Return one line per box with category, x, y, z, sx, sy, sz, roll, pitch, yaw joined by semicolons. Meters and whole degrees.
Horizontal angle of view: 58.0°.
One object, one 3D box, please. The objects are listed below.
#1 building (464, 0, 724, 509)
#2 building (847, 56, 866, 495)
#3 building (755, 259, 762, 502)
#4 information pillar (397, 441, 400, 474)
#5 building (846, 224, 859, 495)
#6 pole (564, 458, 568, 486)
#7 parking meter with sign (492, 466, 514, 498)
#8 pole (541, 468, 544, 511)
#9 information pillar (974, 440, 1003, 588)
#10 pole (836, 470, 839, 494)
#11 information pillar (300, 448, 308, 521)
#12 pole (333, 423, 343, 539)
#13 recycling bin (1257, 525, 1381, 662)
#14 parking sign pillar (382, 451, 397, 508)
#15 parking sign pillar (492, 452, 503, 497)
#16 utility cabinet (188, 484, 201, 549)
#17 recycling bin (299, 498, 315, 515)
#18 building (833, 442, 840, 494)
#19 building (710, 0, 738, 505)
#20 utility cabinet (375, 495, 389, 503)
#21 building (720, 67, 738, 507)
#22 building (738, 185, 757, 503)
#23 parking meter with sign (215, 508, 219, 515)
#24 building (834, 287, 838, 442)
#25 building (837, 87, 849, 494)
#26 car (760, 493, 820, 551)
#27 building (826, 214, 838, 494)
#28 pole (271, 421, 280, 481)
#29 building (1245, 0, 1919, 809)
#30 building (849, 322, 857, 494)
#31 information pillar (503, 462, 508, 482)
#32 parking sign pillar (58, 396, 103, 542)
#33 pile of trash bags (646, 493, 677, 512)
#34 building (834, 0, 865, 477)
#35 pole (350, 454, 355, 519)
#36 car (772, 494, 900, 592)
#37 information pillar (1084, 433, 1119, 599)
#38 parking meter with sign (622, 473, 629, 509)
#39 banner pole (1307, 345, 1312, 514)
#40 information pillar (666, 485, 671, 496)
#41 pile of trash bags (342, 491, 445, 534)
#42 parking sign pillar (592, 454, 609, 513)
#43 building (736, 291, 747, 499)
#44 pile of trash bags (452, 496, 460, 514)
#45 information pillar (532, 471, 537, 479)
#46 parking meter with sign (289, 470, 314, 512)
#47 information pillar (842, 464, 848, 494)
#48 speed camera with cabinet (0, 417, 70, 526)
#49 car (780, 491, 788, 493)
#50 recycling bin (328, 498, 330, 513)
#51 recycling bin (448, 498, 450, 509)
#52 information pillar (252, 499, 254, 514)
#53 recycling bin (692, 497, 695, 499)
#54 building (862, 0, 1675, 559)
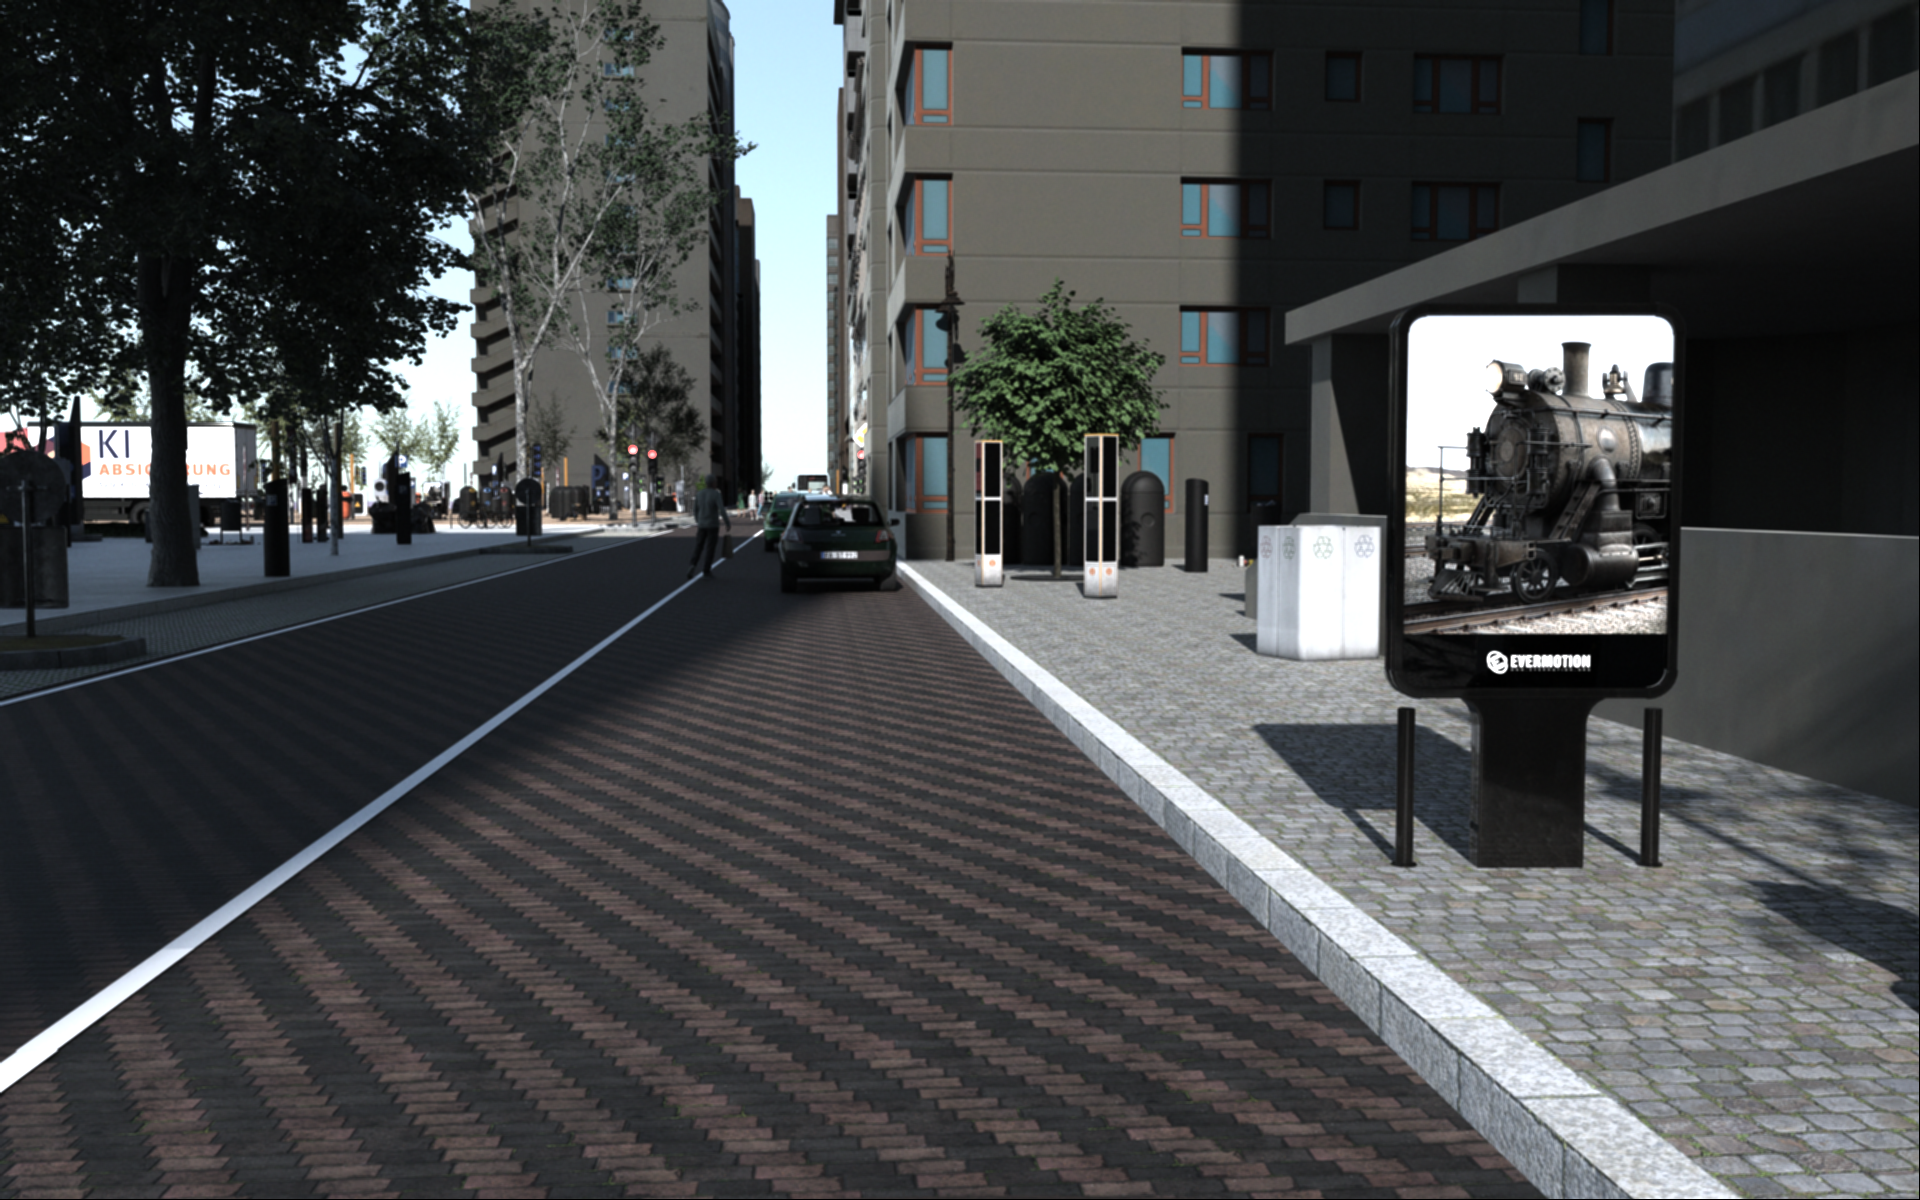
building;-33.231;-32.768;159.455;21.300;48.544;21.600;0;4;-5
building;0.175;-18.352;97.326;12.463;27.353;25.104;0;4;-5
building;-40.890;-37.255;292.713;14.154;41.232;14.086;0;4;-5
information pillar;-24.553;-5.161;75.731;0.183;3.616;0.504;-1;4;-15
building;-1.140;-17.138;122.003;13.314;21.916;24.055;0;4;-5
pole;-21.948;-6.283;96.564;0.158;3.312;0.155;0;3;0
parking meter with sign;-27.955;-6.775;107.033;1.738;3.016;0.543;-3;5;-42
pole;-32.295;-8.573;134.015;0.158;3.312;0.155;0;3;0
information pillar;0.392;-1.180;23.779;0.304;2.012;0.304;-1;4;-20
pole;-10.278;-9.273;145.459;0.158;3.312;0.155;0;3;0
information pillar;-30.931;-5.523;81.659;0.183;3.616;0.504;1;4;12
pole;-17.853;-3.418;49.725;0.158;3.312;0.155;0;3;0
recycling bin;2.820;-0.067;13.652;0.722;1.027;0.722;-1;4;-20
parking sign pillar;-35.281;-7.257;107.129;1.447;3.967;1.447;0;4;7
parking sign pillar;-29.667;-7.505;111.172;1.447;3.967;1.447;0;4;-2
utility cabinet;-17.921;-1.901;39.760;1.173;1.500;0.318;2;4;35
recycling bin;-40.791;-5.849;108.183;0.722;1.027;0.722;1;4;16
building;-4.138;-54.863;209.685;22.319;86.520;31.000;0;4;-5
building;-36.921;-40.167;198.729;21.231;58.520;28.212;0;4;-5
utility cabinet;-31.990;-5.177;95.809;1.020;1.237;0.306;3;5;43
building;-30.931;-32.311;178.394;14.600;45.320;14.200;0;4;-5
building;-37.083;-36.933;253.959;14.600;45.320;14.200;0;4;-5
parking meter with sign;-42.431;-6.262;98.649;0.543;3.016;1.738;-1;4;-21
building;-10.541;-28.745;241.687;14.160;30.474;14.107;0;4;-5
building;-6.257;-32.906;188.126;14.600;45.320;14.200;0;4;-5
car;-4.163;-2.194;44.667;1.959;1.807;4.718;0;4;-6
building;-12.576;-34.967;255.308;14.154;41.232;14.086;0;4;-5
pole;-19.042;-3.327;48.241;0.158;3.312;0.155;0;3;0
building;19.608;-19.537;11.309;32.217;40.220;23.993;0;4;-5
building;-3.738;-17.589;142.324;10.420;20.320;16.860;0;4;-5
information pillar;-33.085;-8.248;126.206;0.504;3.616;0.183;3;5;43
parking sign pillar;-24.055;-3.570;46.847;1.447;3.967;1.447;-1;4;-20
pile of trash bags;-21.523;-7.166;126.921;1.912;1.369;3.447;1;4;17
building;2.415;-35.381;167.716;28.713;52.752;27.495;0;4;-5
pole;-30.952;-5.771;88.201;0.158;3.312;0.155;0;3;0
car;-1.906;-1.036;26.732;2.009;1.686;4.222;0;4;-5
information pillar;1.729;-1.022;21.210;0.304;2.012;0.304;-3;4;-39
parking meter with sign;-27.491;-8.952;142.625;0.543;3.016;1.738;-1;4;-12
banner pole;5.503;-2.248;26.768;0.401;3.779;0.863;-1;4;-12
information pillar;-23.027;-8.095;136.848;0.304;2.012;0.304;3;5;42
pile of trash bags;-18.902;-2.875;56.761;3.447;1.369;1.912;1;4;9
parking sign pillar;-24.097;-7.806;116.102;1.447;3.967;1.447;3;4;36
building;-36.895;-28.592;239.176;14.160;30.474;14.107;0;4;-5
pile of trash bags;-33.339;-6.183;110.850;3.447;1.369;1.912;0;4;-3
information pillar;-36.197;-9.566;147.756;0.504;3.616;0.183;-1;4;-18
parking meter with sign;-48.267;-7.987;126.855;1.738;3.016;0.543;-2;4;-28
information pillar;-9.084;-8.905;136.947;0.504;3.616;0.183;2;4;28
speed camera with cabinet;-23.829;-3.058;44.330;2.038;3.252;0.660;1;4;13
car;-24.120;-14.104;239.265;2.281;1.827;5.304;0;4;-5
recycling bin;-42.714;-6.394;117.092;0.722;1.027;0.722;-3;4;-38
recycling bin;-43.090;-8.091;144.838;0.722;1.027;0.722;-2;4;-35
information pillar;-44.398;-6.394;109.028;0.304;2.012;0.304;-2;4;-31
recycling bin;-21.366;-7.718;138.746;0.722;1.027;0.722;-1;4;-10
building;11.495;-12.464;48.831;27.650;21.520;28.899;0;4;-5
